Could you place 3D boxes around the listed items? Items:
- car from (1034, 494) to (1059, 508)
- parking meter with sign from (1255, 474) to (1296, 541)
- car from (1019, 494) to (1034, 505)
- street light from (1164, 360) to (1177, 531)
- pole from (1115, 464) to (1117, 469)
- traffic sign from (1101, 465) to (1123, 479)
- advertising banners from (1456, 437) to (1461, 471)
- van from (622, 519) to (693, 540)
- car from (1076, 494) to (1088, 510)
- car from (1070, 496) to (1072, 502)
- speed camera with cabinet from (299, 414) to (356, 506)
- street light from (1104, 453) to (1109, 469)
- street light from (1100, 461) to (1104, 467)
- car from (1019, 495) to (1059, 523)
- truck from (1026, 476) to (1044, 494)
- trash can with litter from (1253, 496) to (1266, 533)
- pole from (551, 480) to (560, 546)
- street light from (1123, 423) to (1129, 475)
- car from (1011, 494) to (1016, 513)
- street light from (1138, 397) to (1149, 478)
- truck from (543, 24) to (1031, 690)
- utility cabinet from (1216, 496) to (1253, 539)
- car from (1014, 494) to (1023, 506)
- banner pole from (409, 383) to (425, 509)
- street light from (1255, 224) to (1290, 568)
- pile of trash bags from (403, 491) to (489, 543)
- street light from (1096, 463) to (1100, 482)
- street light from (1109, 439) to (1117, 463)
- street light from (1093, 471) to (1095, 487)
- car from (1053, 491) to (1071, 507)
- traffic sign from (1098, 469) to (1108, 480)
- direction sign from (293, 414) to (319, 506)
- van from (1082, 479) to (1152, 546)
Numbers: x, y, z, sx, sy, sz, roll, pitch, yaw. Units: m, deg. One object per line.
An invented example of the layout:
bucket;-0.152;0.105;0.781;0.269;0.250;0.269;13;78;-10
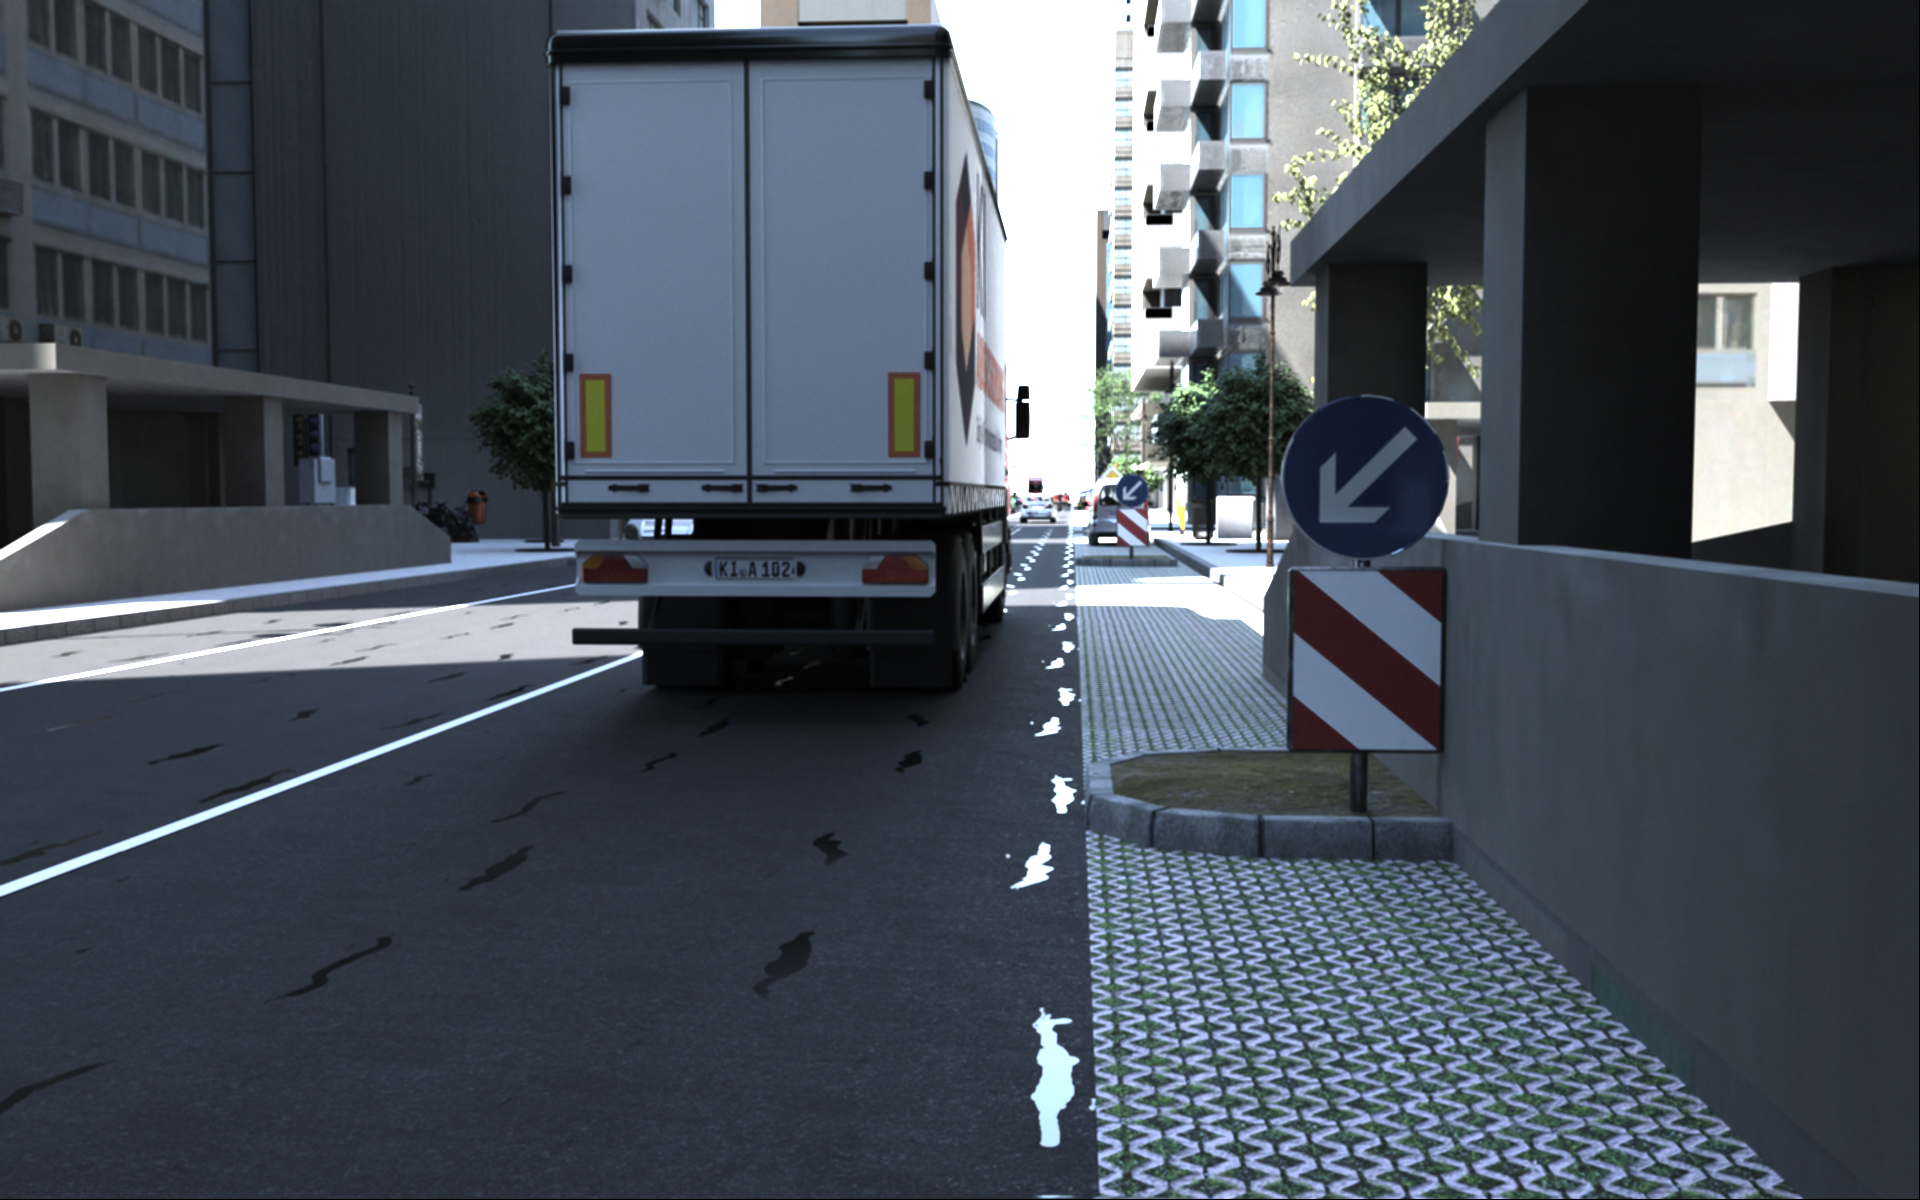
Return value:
car;5.160;-5.971;107.843;2.015;1.641;3.980;0;4;3
parking meter with sign;8.802;-3.131;47.457;1.738;3.016;0.543;-2;4;-27
car;7.836;-11.501;197.085;2.155;1.783;4.494;0;4;3
street light;7.273;-5.312;59.643;0.468;5.910;1.993;0;4;4
pole;10.461;-7.486;116.239;0.158;3.312;0.155;0;3;0
traffic sign;5.292;-3.458;60.173;0.795;2.450;0.064;0;4;4
advertising banners;13.588;-3.338;50.757;2.074;3.025;0.090;1;4;23
van;-4.670;-1.421;30.247;2.013;2.044;4.112;0;4;5
car;11.342;-8.818;154.401;2.015;1.641;3.980;0;4;3
car;18.079;-17.585;296.561;2.155;1.783;4.494;0;4;3
speed camera with cabinet;-15.549;-2.998;43.355;0.660;3.252;2.038;2;4;27
street light;13.760;-11.423;159.546;0.468;5.910;1.993;0;4;4
street light;15.821;-13.235;189.176;0.468;5.910;1.993;0;4;4
car;3.942;-4.587;87.000;2.014;1.417;4.499;0;4;5
truck;12.151;-17.686;278.075;2.839;4.237;11.283;0;4;4
trash can with litter;9.817;-2.840;57.492;1.678;1.210;2.233;-1;4;-16
pole;-9.918;-2.969;42.389;0.158;3.312;0.155;0;3;0
street light;10.816;-8.555;112.664;0.468;5.910;1.993;0;4;4
car;3.216;-7.393;129.676;1.959;1.807;4.718;0;4;4
street light;8.770;-6.721;82.674;0.468;5.910;1.993;0;4;4
truck;-0.895;-1.659;16.032;2.839;4.237;11.283;0;4;4
utility cabinet;7.923;-2.373;49.961;1.020;1.237;0.306;0;4;-1
car;7.369;-11.814;205.152;2.014;1.417;4.499;0;4;4
banner pole;-12.368;-3.023;39.444;0.401;3.779;0.863;0;4;4
street light;5.401;-3.499;30.001;0.468;5.910;1.993;0;4;4
pile of trash bags;-13.713;-2.236;46.312;1.912;1.369;3.447;1;4;17
street light;17.669;-15.056;218.957;0.468;5.910;1.993;0;4;4
street light;12.693;-10.368;142.305;0.468;5.910;1.993;0;4;4
street light;19.175;-16.427;241.365;0.468;5.910;1.993;0;4;4
car;11.516;-11.531;197.203;2.281;1.827;5.304;0;4;4
traffic sign;5.813;-3.945;68.141;0.795;2.450;0.064;0;4;4
direction sign;-18.209;-3.443;48.295;0.379;3.537;0.876;2;4;26
van;4.467;-2.570;49.027;2.013;2.044;4.112;0;4;3
